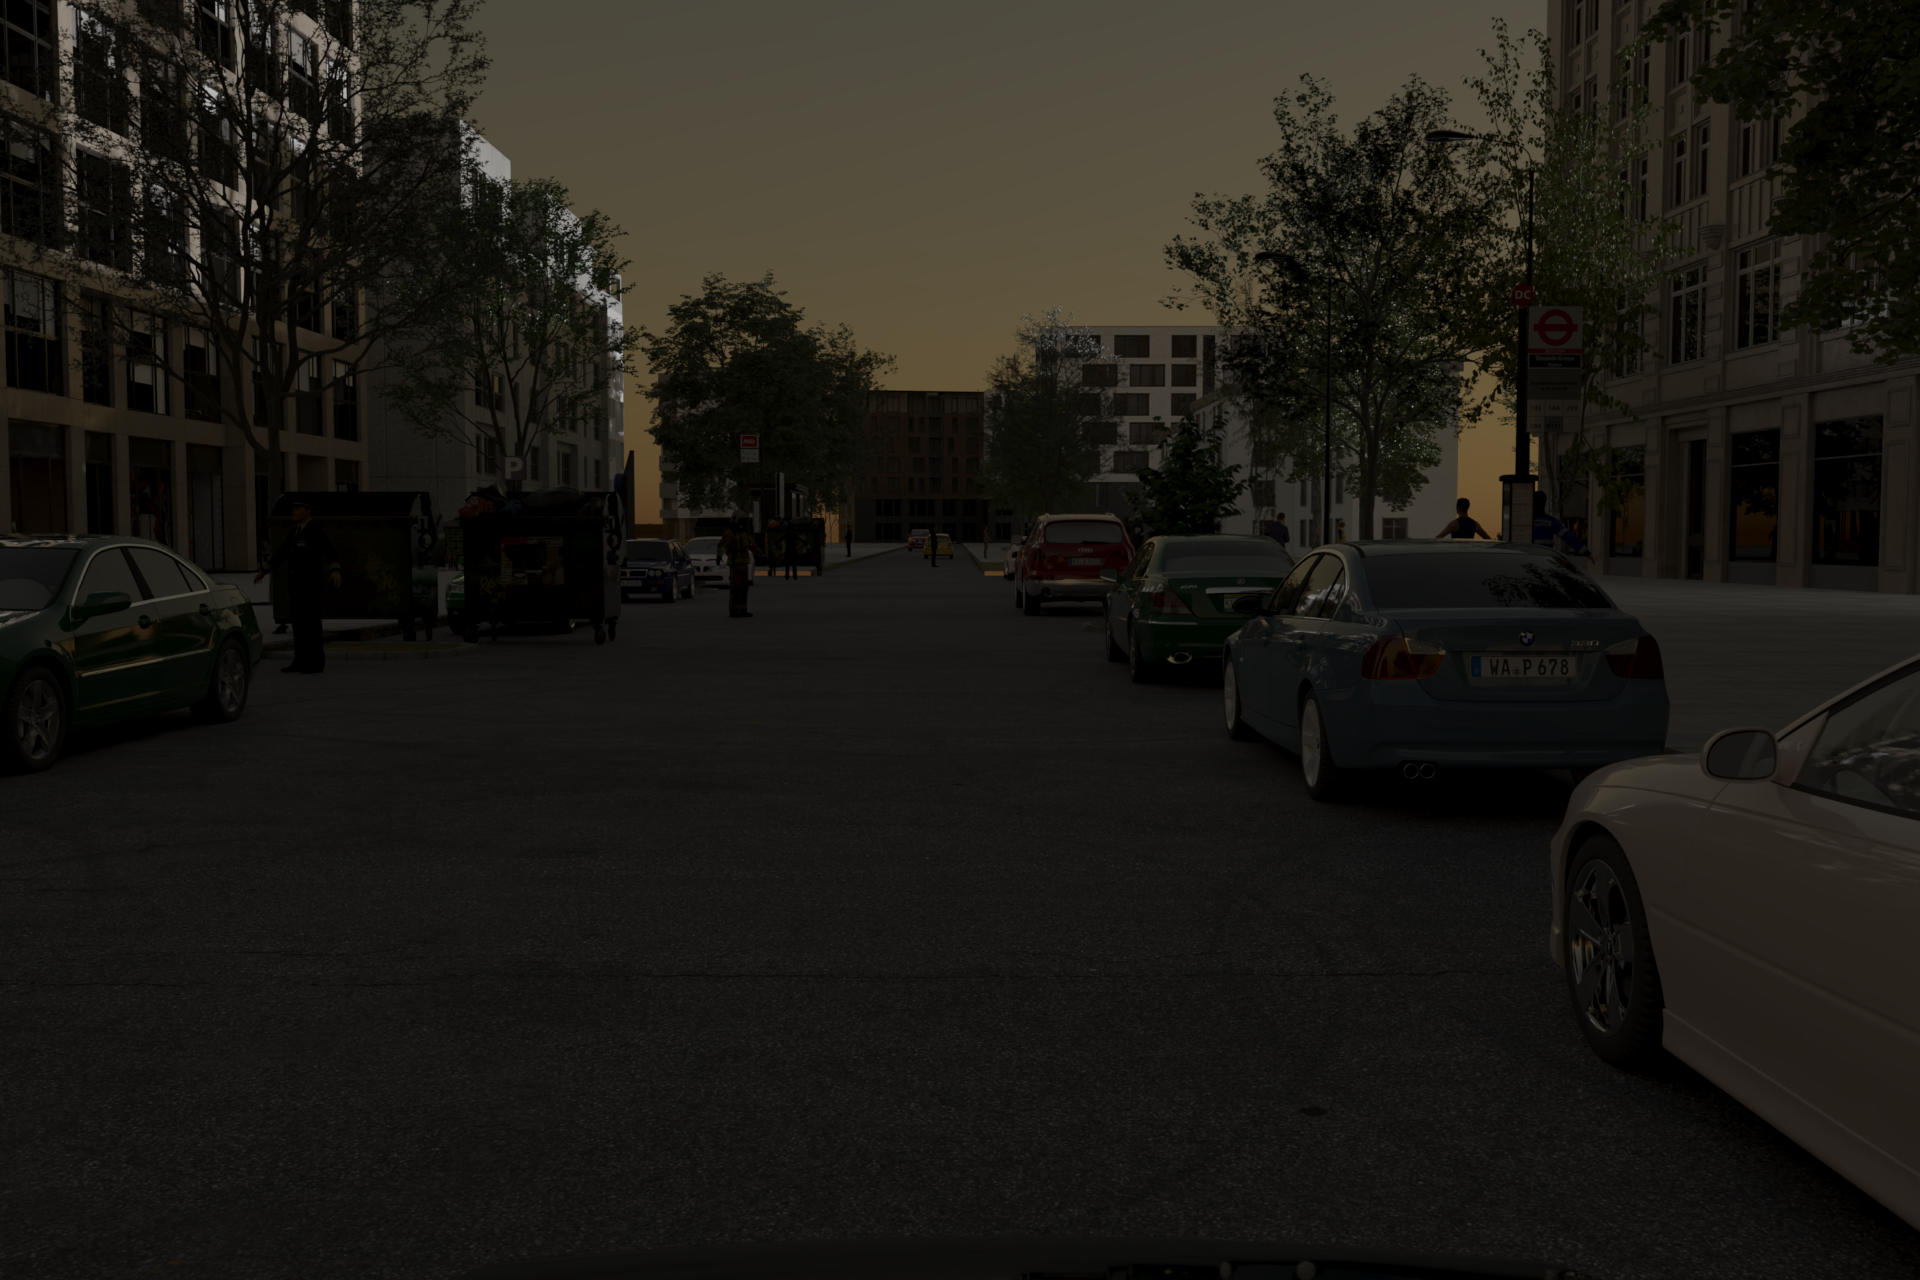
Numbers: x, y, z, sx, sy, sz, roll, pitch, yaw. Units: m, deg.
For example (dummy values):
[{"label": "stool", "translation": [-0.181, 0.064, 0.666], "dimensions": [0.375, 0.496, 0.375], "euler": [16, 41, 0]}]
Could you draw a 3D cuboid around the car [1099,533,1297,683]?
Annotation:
[{"label": "car", "translation": [2.559, -0.382, 18.049], "dimensions": [2.131, 1.459, 4.920], "euler": [0, 4, 0]}]

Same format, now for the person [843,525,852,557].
[{"label": "person", "translation": [-6.243, -5.532, 96.675], "dimensions": [0.704, 1.802, 1.346], "euler": [1, 4, 11]}]

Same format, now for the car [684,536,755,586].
[{"label": "car", "translation": [-6.657, -2.114, 46.921], "dimensions": [2.083, 1.381, 4.827], "euler": [0, 4, 0]}]

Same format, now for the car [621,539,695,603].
[{"label": "car", "translation": [-6.799, -1.513, 37.325], "dimensions": [1.945, 1.354, 3.894], "euler": [0, 4, 0]}]

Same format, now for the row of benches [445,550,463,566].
[{"label": "row of benches", "translation": [-19.539, -3.334, 69.978], "dimensions": [1.422, 0.672, 4.104], "euler": [3, 4, 38]}]

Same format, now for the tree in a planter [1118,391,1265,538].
[{"label": "tree in a planter", "translation": [2.863, -1.500, 21.741], "dimensions": [1.991, 3.239, 1.994], "euler": [0, 4, 0]}]

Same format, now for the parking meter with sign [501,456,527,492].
[{"label": "parking meter with sign", "translation": [-9.922, -2.641, 39.437], "dimensions": [0.543, 3.016, 1.738], "euler": [0, 4, 0]}]

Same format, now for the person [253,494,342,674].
[{"label": "person", "translation": [-6.789, -0.581, 17.887], "dimensions": [1.347, 1.837, 0.705], "euler": [2, 4, 33]}]

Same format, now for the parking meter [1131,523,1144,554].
[{"label": "parking meter", "translation": [5.997, -3.227, 58.477], "dimensions": [0.399, 1.863, 0.255], "euler": [0, 4, 0]}]

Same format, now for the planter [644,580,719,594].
[{"label": "planter", "translation": [-6.967, -1.298, 42.361], "dimensions": [1.991, 0.319, 1.994], "euler": [0, 3, 0]}]

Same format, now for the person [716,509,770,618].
[{"label": "person", "translation": [-3.783, -1.318, 29.777], "dimensions": [0.705, 1.858, 1.354], "euler": [2, 4, 33]}]

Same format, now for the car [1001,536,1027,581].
[{"label": "car", "translation": [2.354, -2.589, 54.697], "dimensions": [2.083, 1.381, 4.827], "euler": [0, 4, -1]}]

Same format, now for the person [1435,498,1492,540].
[{"label": "person", "translation": [7.288, -1.164, 25.206], "dimensions": [1.345, 1.807, 0.704], "euler": [-1, 4, -17]}]

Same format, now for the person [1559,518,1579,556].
[{"label": "person", "translation": [16.818, -2.518, 48.015], "dimensions": [0.742, 1.727, 0.445], "euler": [3, 5, 41]}]

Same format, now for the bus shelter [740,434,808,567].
[{"label": "bus shelter", "translation": [-7.763, -5.794, 72.363], "dimensions": [2.179, 5.291, 8.768], "euler": [0, 4, -1]}]

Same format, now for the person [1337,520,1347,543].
[{"label": "person", "translation": [15.153, -3.833, 68.636], "dimensions": [0.705, 1.833, 1.349], "euler": [1, 4, 17]}]

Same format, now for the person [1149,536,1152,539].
[{"label": "person", "translation": [4.491, -1.934, 38.400], "dimensions": [0.721, 1.737, 1.214], "euler": [2, 4, 30]}]

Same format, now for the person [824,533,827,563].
[{"label": "person", "translation": [-6.320, -4.382, 78.110], "dimensions": [0.721, 1.772, 1.216], "euler": [-2, 4, -30]}]

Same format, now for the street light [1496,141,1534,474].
[{"label": "street light", "translation": [7.126, -2.909, 20.096], "dimensions": [1.470, 5.913, 1.316], "euler": [0, 4, -1]}]

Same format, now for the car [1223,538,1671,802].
[{"label": "car", "translation": [2.740, 0.088, 10.564], "dimensions": [2.014, 1.417, 4.499], "euler": [0, 4, 0]}]

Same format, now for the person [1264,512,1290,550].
[{"label": "person", "translation": [7.132, -1.998, 39.152], "dimensions": [0.683, 1.767, 0.568], "euler": [1, 4, 22]}]

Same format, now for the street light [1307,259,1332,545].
[{"label": "street light", "translation": [6.623, -3.430, 28.622], "dimensions": [1.470, 5.913, 1.316], "euler": [0, 4, -1]}]

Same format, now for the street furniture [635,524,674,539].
[{"label": "street furniture", "translation": [-15.739, -4.411, 78.967], "dimensions": [9.812, 1.723, 11.010], "euler": [-3, 5, -40]}]

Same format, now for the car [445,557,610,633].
[{"label": "car", "translation": [-6.479, -1.077, 26.413], "dimensions": [1.959, 1.807, 4.718], "euler": [0, 4, 0]}]

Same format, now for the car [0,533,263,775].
[{"label": "car", "translation": [-6.432, -0.001, 11.820], "dimensions": [2.131, 1.459, 4.920], "euler": [0, 4, 0]}]

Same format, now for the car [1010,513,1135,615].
[{"label": "car", "translation": [2.100, -1.430, 32.060], "dimensions": [2.281, 1.827, 5.304], "euler": [0, 4, -1]}]

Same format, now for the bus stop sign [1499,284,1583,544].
[{"label": "bus stop sign", "translation": [6.210, -1.826, 18.561], "dimensions": [0.855, 3.939, 0.416], "euler": [0, 4, -1]}]

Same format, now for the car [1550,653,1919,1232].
[{"label": "car", "translation": [2.650, 0.559, 3.230], "dimensions": [2.083, 1.381, 4.827], "euler": [0, 3, 0]}]

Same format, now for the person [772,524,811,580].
[{"label": "person", "translation": [-5.245, -2.735, 53.894], "dimensions": [1.216, 1.740, 0.721], "euler": [0, 4, 6]}]

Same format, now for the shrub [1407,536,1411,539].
[{"label": "shrub", "translation": [16.724, -3.259, 64.403], "dimensions": [1.383, 1.207, 1.383], "euler": [0, 3, 0]}]

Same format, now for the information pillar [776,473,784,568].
[{"label": "information pillar", "translation": [-6.932, -4.615, 66.767], "dimensions": [0.184, 3.620, 1.656], "euler": [0, 4, -1]}]

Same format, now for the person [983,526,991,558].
[{"label": "person", "translation": [1.452, -5.218, 92.116], "dimensions": [0.721, 1.733, 1.217], "euler": [-1, 4, -13]}]

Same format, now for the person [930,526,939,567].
[{"label": "person", "translation": [-1.098, -4.075, 75.307], "dimensions": [0.704, 1.802, 1.346], "euler": [0, 4, -6]}]

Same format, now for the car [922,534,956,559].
[{"label": "car", "translation": [-1.231, -5.532, 100.666], "dimensions": [2.015, 1.641, 3.980], "euler": [0, 4, 0]}]

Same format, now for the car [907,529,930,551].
[{"label": "car", "translation": [-3.287, -8.286, 144.151], "dimensions": [2.281, 1.827, 5.304], "euler": [0, 4, -1]}]

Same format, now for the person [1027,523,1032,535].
[{"label": "person", "translation": [3.470, -4.827, 85.041], "dimensions": [0.704, 1.817, 1.347], "euler": [0, 4, 7]}]

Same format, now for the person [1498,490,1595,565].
[{"label": "person", "translation": [7.285, -0.970, 21.828], "dimensions": [1.345, 1.831, 0.704], "euler": [2, 4, 31]}]

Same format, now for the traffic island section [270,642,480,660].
[{"label": "traffic island section", "translation": [-6.859, 0.133, 20.688], "dimensions": [1.991, 0.108, 1.994], "euler": [0, 4, 1]}]

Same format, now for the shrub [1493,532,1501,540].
[{"label": "shrub", "translation": [20.138, -3.573, 62.837], "dimensions": [1.690, 2.028, 1.600], "euler": [0, 3, 0]}]
